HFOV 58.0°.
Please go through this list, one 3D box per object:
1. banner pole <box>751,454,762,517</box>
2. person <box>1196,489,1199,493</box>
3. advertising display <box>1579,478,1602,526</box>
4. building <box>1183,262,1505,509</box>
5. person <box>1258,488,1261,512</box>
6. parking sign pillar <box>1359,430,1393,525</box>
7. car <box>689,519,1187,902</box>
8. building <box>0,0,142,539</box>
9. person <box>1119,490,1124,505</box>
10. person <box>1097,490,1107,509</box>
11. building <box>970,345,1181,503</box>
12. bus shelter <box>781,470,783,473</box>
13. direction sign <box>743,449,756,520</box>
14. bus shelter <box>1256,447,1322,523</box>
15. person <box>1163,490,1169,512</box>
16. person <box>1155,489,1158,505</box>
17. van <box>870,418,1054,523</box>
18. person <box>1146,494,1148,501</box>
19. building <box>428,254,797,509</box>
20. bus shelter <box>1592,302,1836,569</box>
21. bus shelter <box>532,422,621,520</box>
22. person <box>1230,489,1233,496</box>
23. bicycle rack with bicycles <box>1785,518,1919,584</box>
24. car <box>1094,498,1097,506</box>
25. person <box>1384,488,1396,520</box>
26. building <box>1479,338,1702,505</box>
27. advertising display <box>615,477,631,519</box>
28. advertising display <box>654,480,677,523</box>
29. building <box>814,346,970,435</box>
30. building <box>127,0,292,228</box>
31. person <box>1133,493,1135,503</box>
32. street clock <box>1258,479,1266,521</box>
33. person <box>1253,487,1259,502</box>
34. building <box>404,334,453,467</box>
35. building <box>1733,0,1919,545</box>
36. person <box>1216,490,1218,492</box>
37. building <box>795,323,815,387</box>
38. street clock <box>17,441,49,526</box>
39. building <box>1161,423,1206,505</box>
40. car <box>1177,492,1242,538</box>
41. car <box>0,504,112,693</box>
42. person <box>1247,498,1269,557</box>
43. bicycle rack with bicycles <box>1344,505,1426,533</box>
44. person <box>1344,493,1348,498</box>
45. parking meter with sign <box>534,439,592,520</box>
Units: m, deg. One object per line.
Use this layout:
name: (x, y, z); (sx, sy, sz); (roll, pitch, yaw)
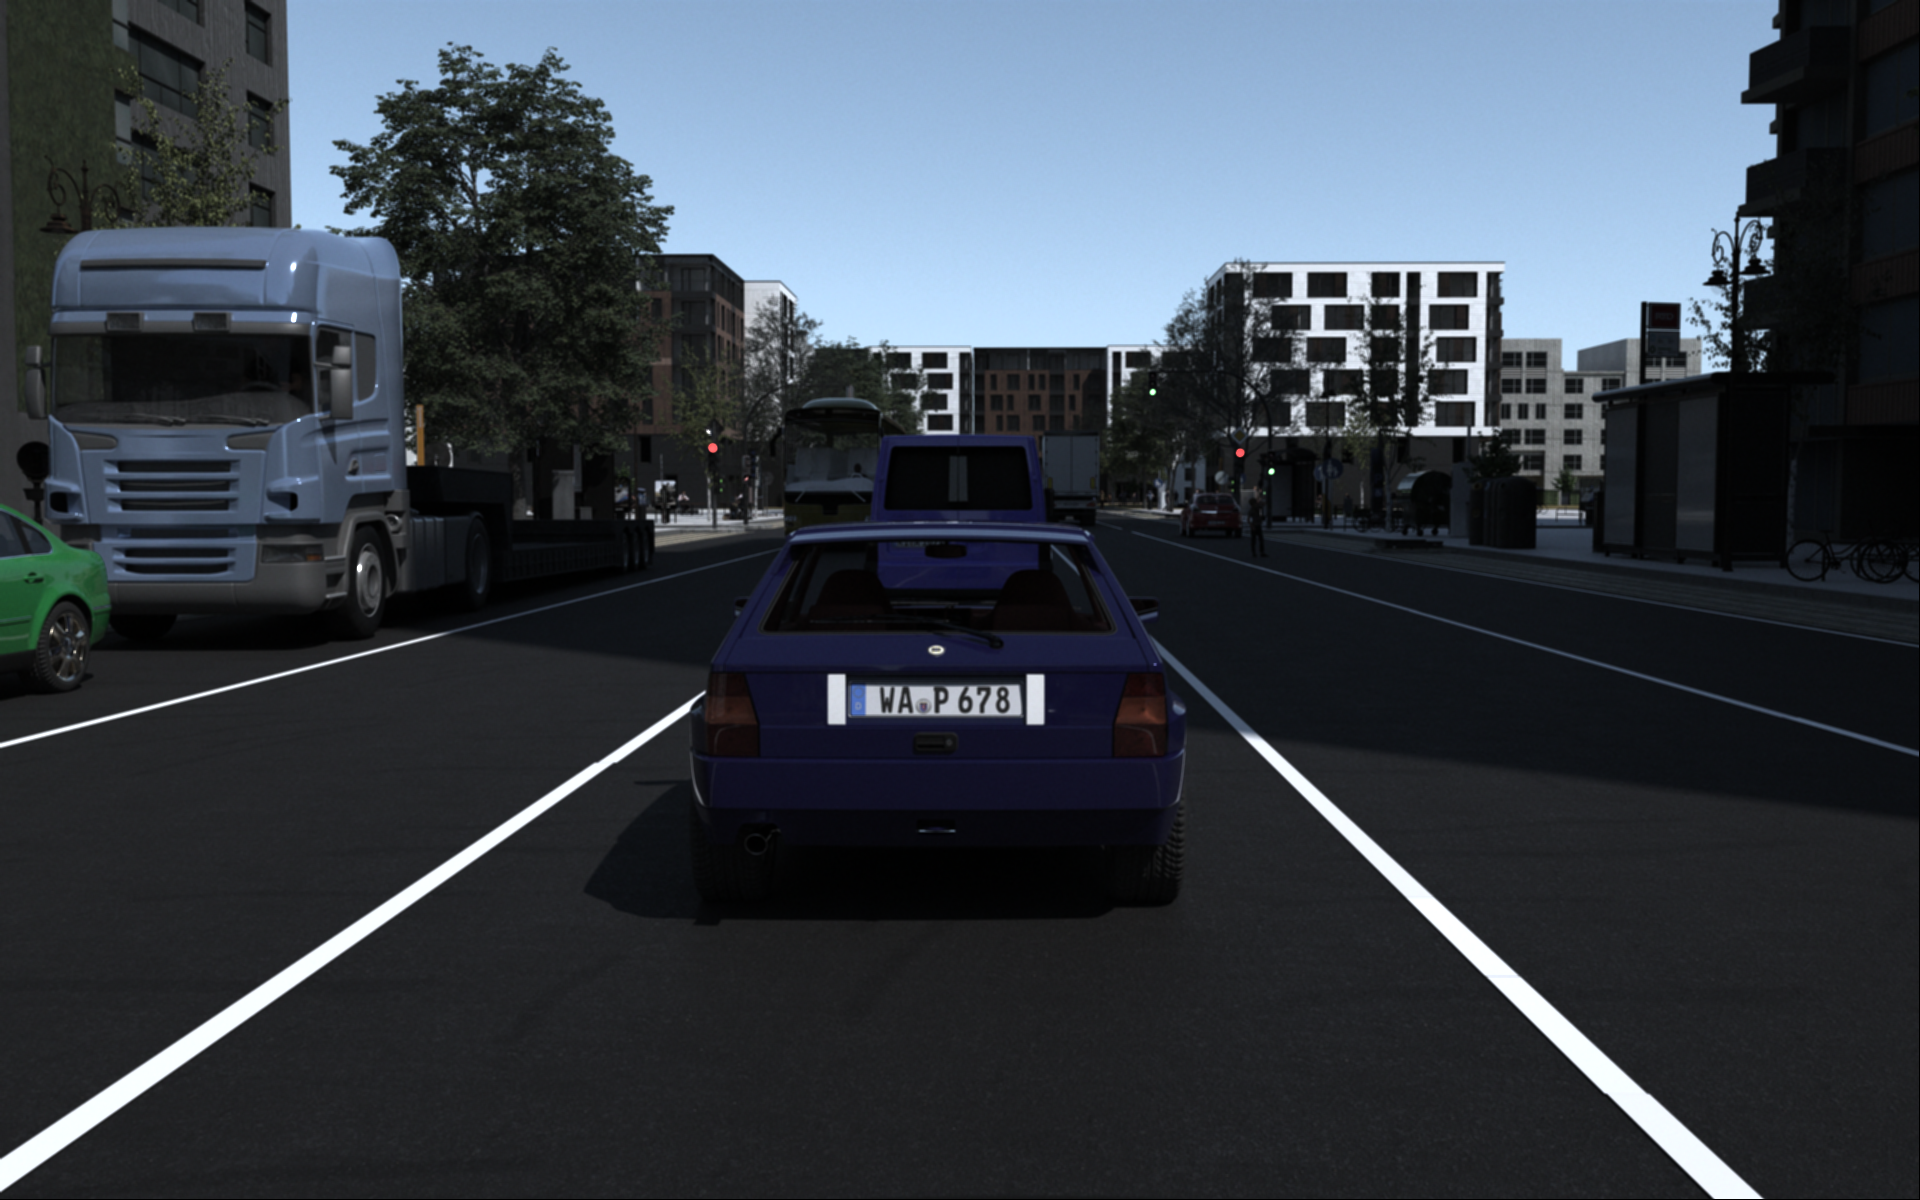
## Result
banner pole: (-11.257, -6.439, 95.290); (0.863, 3.779, 0.401); (-3, 4, -39)
person: (19.402, -8.256, 141.836); (0.445, 1.727, 0.742); (1, 4, 8)
advertising display: (25.750, -4.008, 70.742); (0.123, 1.923, 0.974); (-3, 4, -36)
building: (37.691, -19.882, 169.039); (27.936, 21.610, 32.646); (0, 4, 1)
person: (21.629, -7.174, 123.876); (0.750, 1.759, 0.617); (0, 4, 1)
parking sign pillar: (17.394, -5.122, 72.209); (1.447, 3.967, 1.447); (1, 4, 9)
car: (-0.066, 0.315, 7.433); (1.945, 1.354, 3.894); (0, 4, 0)
building: (-25.425, -21.260, 31.192); (14.154, 41.232, 14.086); (0, 4, 1)
person: (18.792, -11.849, 200.488); (0.721, 1.736, 1.217); (-3, 5, -43)
person: (13.400, -9.469, 163.406); (0.705, 1.812, 1.348); (-3, 5, -41)
building: (18.380, -24.937, 251.700); (32.646, 21.610, 27.936); (0, 4, 1)
bus shelter: (-11.487, -8.002, 124.758); (2.014, 3.302, 5.546); (0, 4, 1)
direction sign: (-10.514, -5.786, 86.598); (0.876, 3.537, 0.379); (3, 5, 41)
bus shelter: (14.758, -5.143, 78.018); (2.014, 3.302, 5.546); (0, 4, 1)
person: (15.168, -7.279, 127.267); (0.471, 1.553, 0.569); (1, 4, 23)
person: (22.613, -11.800, 199.071); (0.705, 1.812, 1.348); (-1, 4, -8)
van: (0.031, -0.966, 20.187); (2.240, 2.365, 5.245); (0, 4, 1)
person: (21.779, -11.783, 201.928); (0.697, 1.427, 0.421); (1, 4, 14)
building: (-31.182, -19.584, 164.167); (27.936, 21.610, 32.646); (0, 4, 1)
bus shelter: (13.999, -3.444, 33.941); (2.179, 5.291, 8.768); (0, 4, 1)
bus shelter: (-12.968, -4.155, 59.211); (1.731, 3.624, 6.357); (0, 4, 1)
person: (21.399, -7.951, 136.743); (0.504, 1.737, 0.576); (1, 4, 14)
bicycle rack with bicycles: (13.991, -0.732, 25.346); (2.925, 0.926, 2.852); (3, 5, 43)
car: (10.224, -8.057, 141.327); (1.945, 1.707, 3.694); (0, 4, 1)
person: (21.131, -4.708, 84.882); (0.647, 1.594, 0.662); (1, 4, 17)
building: (68.489, -20.734, 205.460); (31.486, 18.905, 16.747); (0, 4, 1)
advertising display: (-12.753, -3.654, 64.958); (0.974, 1.923, 0.123); (2, 4, 28)
advertising display: (-13.058, -4.378, 76.797); (0.974, 1.923, 0.123); (-1, 4, -9)
building: (-14.513, -25.033, 253.271); (32.646, 21.610, 27.936); (0, 4, 1)
building: (-26.702, -16.826, 46.800); (14.107, 30.474, 14.160); (0, 4, 1)
person: (22.338, -13.209, 222.720); (0.721, 1.736, 1.217); (1, 4, 10)
street clock: (14.492, -4.780, 82.731); (0.471, 2.002, 0.358); (-1, 4, -20)
person: (18.894, -6.412, 111.429); (0.990, 1.755, 0.434); (-3, 5, -40)
building: (-61.915, -21.558, 208.894); (11.380, 20.091, 16.016); (0, 4, 1)
building: (31.845, -23.561, 39.845); (22.147, 44.769, 28.867); (0, 4, 1)
person: (19.439, -7.525, 131.034); (0.435, 1.587, 0.963); (-3, 4, -38)
building: (-24.301, -20.872, 197.683); (16.016, 20.091, 11.380); (0, 4, 1)
street clock: (-12.734, -1.183, 23.915); (0.471, 2.002, 0.358); (-2, 4, -28)
building: (28.980, -15.786, 200.252); (9.099, 9.664, 28.070); (0, 4, 1)
car: (8.424, -3.012, 58.290); (2.155, 1.783, 4.494); (0, 4, 3)
car: (-7.353, -0.144, 11.154); (1.959, 1.807, 4.718); (0, 4, 2)
person: (6.816, -1.662, 39.586); (0.435, 1.345, 0.340); (-2, 4, -34)
bicycle rack with bicycles: (14.448, -2.783, 58.890); (2.925, 0.926, 2.852); (0, 4, -6)
person: (28.889, -7.314, 129.535); (0.340, 1.345, 0.435); (0, 4, -8)
parking meter with sign: (-12.692, -3.620, 55.443); (1.738, 3.016, 0.543); (0, 4, -8)
